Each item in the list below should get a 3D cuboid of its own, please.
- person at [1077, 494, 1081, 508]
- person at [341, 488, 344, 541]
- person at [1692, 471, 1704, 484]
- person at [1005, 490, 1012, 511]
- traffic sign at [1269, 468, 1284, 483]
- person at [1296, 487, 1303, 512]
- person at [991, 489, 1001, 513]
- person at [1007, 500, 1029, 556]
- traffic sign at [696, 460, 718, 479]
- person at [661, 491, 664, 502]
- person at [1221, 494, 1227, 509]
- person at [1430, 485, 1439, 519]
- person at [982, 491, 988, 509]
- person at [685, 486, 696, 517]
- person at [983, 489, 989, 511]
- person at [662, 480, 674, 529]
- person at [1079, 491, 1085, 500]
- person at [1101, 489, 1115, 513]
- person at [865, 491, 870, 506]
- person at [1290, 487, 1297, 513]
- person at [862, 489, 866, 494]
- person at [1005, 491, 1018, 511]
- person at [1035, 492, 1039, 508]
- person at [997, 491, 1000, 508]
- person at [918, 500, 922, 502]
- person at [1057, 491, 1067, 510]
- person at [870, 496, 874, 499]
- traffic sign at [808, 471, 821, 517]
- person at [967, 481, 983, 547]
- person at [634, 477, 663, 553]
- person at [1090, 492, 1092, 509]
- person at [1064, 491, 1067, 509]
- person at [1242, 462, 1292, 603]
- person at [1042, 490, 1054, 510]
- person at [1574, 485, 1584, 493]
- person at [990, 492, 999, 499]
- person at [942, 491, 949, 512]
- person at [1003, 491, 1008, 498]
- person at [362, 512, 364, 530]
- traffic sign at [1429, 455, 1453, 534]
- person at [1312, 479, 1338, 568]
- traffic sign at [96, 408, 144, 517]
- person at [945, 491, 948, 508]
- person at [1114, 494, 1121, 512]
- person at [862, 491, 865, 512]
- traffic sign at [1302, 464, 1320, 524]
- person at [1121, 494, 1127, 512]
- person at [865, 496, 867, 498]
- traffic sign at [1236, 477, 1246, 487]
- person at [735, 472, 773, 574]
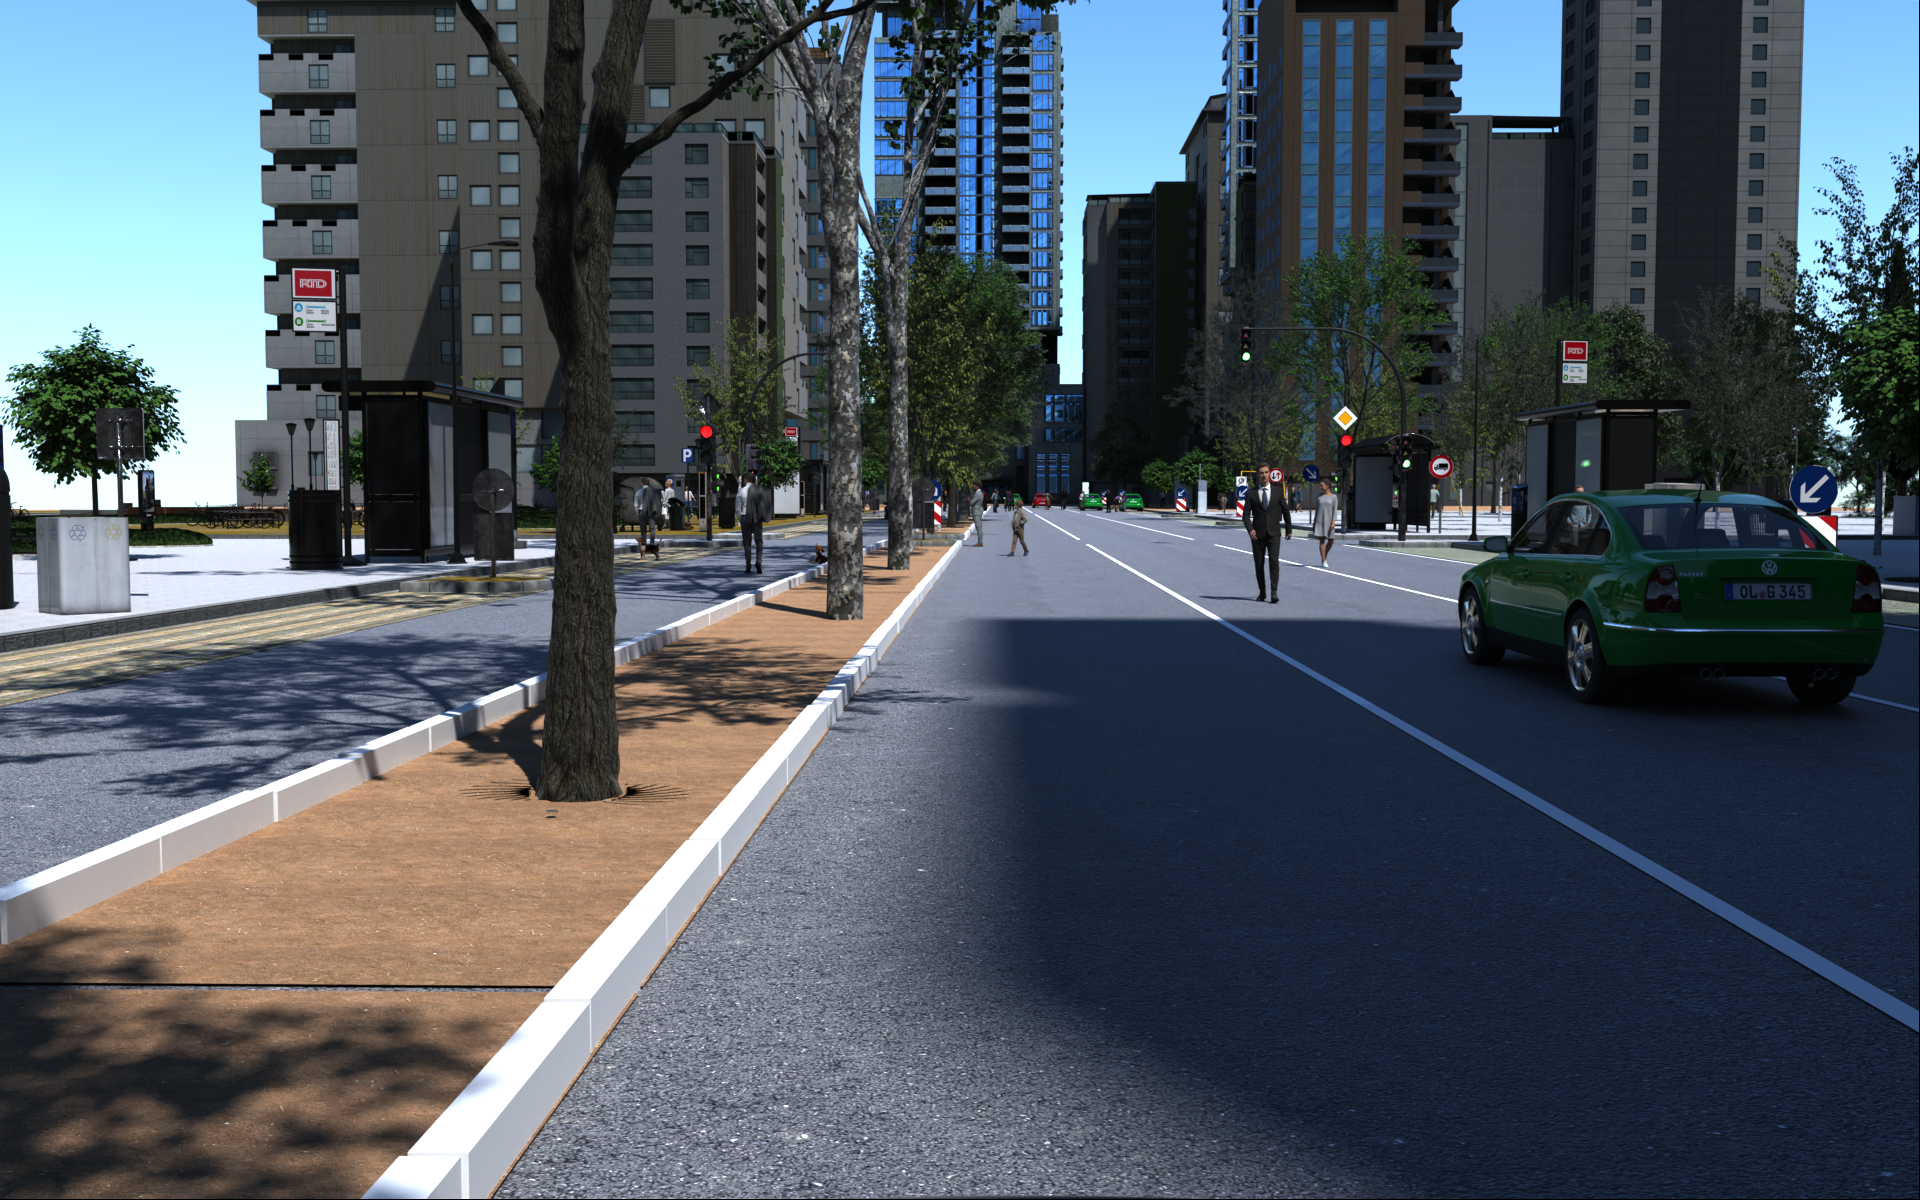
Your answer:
[{"bbox_3d":[12.020,-9.898,173.552,0.599,1.433,0.991,-2,4,-27],"label":"person"},{"bbox_3d":[-15.136,-2.154,41.812,0.519,1.759,0.362,-2,4,-26],"label":"person"},{"bbox_3d":[17.924,-2.222,42.150,0.755,1.850,0.659,1,4,11],"label":"person"},{"bbox_3d":[4.021,-8.193,142.899,0.683,1.767,0.568,2,4,25],"label":"person"},{"bbox_3d":[15.397,-5.161,84.486,0.768,2.556,0.104,0,4,2],"label":"traffic sign"},{"bbox_3d":[24.388,-7.255,124.687,0.654,1.822,0.581,0,4,-6],"label":"person"},{"bbox_3d":[2.752,-7.652,133.691,0.705,1.814,1.350,2,4,34],"label":"person"},{"bbox_3d":[1.366,-1.657,39.859,0.475,1.303,0.640,3,5,42],"label":"person"},{"bbox_3d":[-8.860,-3.703,60.647,0.768,2.556,0.104,0,4,6],"label":"traffic sign"},{"bbox_3d":[-17.035,-5.622,98.319,0.694,1.780,0.624,1,4,22],"label":"person"},{"bbox_3d":[18.368,-6.742,120.542,0.475,1.303,0.640,0,4,-6],"label":"person"},{"bbox_3d":[24.132,-4.987,88.063,0.782,1.767,0.515,1,4,11],"label":"person"},{"bbox_3d":[2.393,-9.669,167.138,0.990,1.755,0.434,-3,5,-42],"label":"person"},{"bbox_3d":[-15.204,-5.560,97.613,0.731,1.740,0.598,-2,4,-24],"label":"person"},{"bbox_3d":[2.117,-8.516,147.704,0.705,1.831,1.348,3,4,37],"label":"person"},{"bbox_3d":[-10.692,-3.497,63.563,0.624,1.780,0.694,3,5,44],"label":"person"},{"bbox_3d":[11.633,-9.428,163.589,0.756,1.711,0.436,-2,4,-27],"label":"person"},{"bbox_3d":[11.333,-7.569,132.280,1.348,1.821,0.705,3,5,43],"label":"person"},{"bbox_3d":[-10.058,-11.112,187.596,0.709,1.838,0.599,0,4,5],"label":"person"},{"bbox_3d":[22.904,-6.884,119.020,0.576,1.772,0.534,3,4,37],"label":"person"},{"bbox_3d":[-8.622,-8.934,152.911,0.445,1.727,0.742,2,4,32],"label":"person"},{"bbox_3d":[4.464,-8.503,148.236,1.217,1.735,0.721,1,4,11],"label":"person"},{"bbox_3d":[8.136,-10.545,182.385,0.415,1.643,0.593,2,4,30],"label":"person"},{"bbox_3d":[3.927,-10.740,184.611,0.721,1.766,1.217,-2,4,-23],"label":"person"},{"bbox_3d":[-3.085,-7.715,135.088,0.683,1.767,0.568,2,4,28],"label":"person"},{"bbox_3d":[9.444,-9.240,160.404,1.217,1.723,0.721,-3,4,-37],"label":"person"},{"bbox_3d":[-8.337,-9.554,163.173,0.530,1.710,0.541,3,5,42],"label":"person"},{"bbox_3d":[-8.044,-5.853,95.798,0.768,2.556,0.104,0,4,6],"label":"traffic sign"},{"bbox_3d":[0.414,-2.365,47.345,0.466,1.800,0.511,0,4,-5],"label":"person"},{"bbox_3d":[-7.495,-2.023,41.680,0.679,1.850,0.850,-1,4,-16],"label":"person"},{"bbox_3d":[12.822,-9.706,168.665,0.593,1.643,0.415,-2,4,-31],"label":"person"},{"bbox_3d":[9.730,-9.352,162.223,0.721,1.723,1.217,1,4,13],"label":"person"},{"bbox_3d":[4.068,-0.896,22.932,0.659,1.850,0.755,1,4,10],"label":"person"},{"bbox_3d":[8.003,-9.186,158.700,1.348,1.824,0.705,3,5,40],"label":"person"},{"bbox_3d":[11.955,-1.417,33.481,0.589,1.601,0.330,1,4,10],"label":"person"},{"bbox_3d":[3.545,-10.253,176.849,0.721,1.743,1.217,3,5,44],"label":"person"},{"bbox_3d":[-1.179,-8.109,141.909,0.721,1.723,1.217,2,4,29],"label":"person"},{"bbox_3d":[4.940,-10.443,179.768,1.217,1.766,0.721,2,4,35],"label":"person"},{"bbox_3d":[-21.044,-3.148,61.754,0.590,1.304,0.306,-2,4,-34],"label":"person"},{"bbox_3d":[15.606,-3.434,56.244,0.768,2.556,0.104,1,4,10],"label":"traffic sign"},{"bbox_3d":[7.141,-1.510,33.943,0.466,1.731,0.760,0,4,-1],"label":"person"},{"bbox_3d":[-9.988,-1.131,20.617,0.606,2.300,0.079,1,4,8],"label":"traffic sign"},{"bbox_3d":[-1.396,-10.274,177.029,0.434,1.755,0.990,1,4,11],"label":"person"},{"bbox_3d":[12.610,-7.774,138.836,0.697,1.427,0.421,-3,4,-39],"label":"person"},{"bbox_3d":[-7.036,-7.155,122.989,0.622,1.834,0.822,1,4,20],"label":"person"},{"bbox_3d":[15.109,-4.556,74.604,0.768,2.556,0.104,0,4,2],"label":"traffic sign"},{"bbox_3d":[12.753,-7.523,134.730,0.599,1.433,0.991,2,4,27],"label":"person"},{"bbox_3d":[-8.029,-8.030,137.341,1.348,1.822,0.705,-1,4,-16],"label":"person"},{"bbox_3d":[16.468,-6.073,101.426,0.606,2.300,0.079,0,4,6],"label":"traffic sign"},{"bbox_3d":[-3.719,-1.387,31.271,0.679,1.850,0.850,-1,4,-14],"label":"person"}]
